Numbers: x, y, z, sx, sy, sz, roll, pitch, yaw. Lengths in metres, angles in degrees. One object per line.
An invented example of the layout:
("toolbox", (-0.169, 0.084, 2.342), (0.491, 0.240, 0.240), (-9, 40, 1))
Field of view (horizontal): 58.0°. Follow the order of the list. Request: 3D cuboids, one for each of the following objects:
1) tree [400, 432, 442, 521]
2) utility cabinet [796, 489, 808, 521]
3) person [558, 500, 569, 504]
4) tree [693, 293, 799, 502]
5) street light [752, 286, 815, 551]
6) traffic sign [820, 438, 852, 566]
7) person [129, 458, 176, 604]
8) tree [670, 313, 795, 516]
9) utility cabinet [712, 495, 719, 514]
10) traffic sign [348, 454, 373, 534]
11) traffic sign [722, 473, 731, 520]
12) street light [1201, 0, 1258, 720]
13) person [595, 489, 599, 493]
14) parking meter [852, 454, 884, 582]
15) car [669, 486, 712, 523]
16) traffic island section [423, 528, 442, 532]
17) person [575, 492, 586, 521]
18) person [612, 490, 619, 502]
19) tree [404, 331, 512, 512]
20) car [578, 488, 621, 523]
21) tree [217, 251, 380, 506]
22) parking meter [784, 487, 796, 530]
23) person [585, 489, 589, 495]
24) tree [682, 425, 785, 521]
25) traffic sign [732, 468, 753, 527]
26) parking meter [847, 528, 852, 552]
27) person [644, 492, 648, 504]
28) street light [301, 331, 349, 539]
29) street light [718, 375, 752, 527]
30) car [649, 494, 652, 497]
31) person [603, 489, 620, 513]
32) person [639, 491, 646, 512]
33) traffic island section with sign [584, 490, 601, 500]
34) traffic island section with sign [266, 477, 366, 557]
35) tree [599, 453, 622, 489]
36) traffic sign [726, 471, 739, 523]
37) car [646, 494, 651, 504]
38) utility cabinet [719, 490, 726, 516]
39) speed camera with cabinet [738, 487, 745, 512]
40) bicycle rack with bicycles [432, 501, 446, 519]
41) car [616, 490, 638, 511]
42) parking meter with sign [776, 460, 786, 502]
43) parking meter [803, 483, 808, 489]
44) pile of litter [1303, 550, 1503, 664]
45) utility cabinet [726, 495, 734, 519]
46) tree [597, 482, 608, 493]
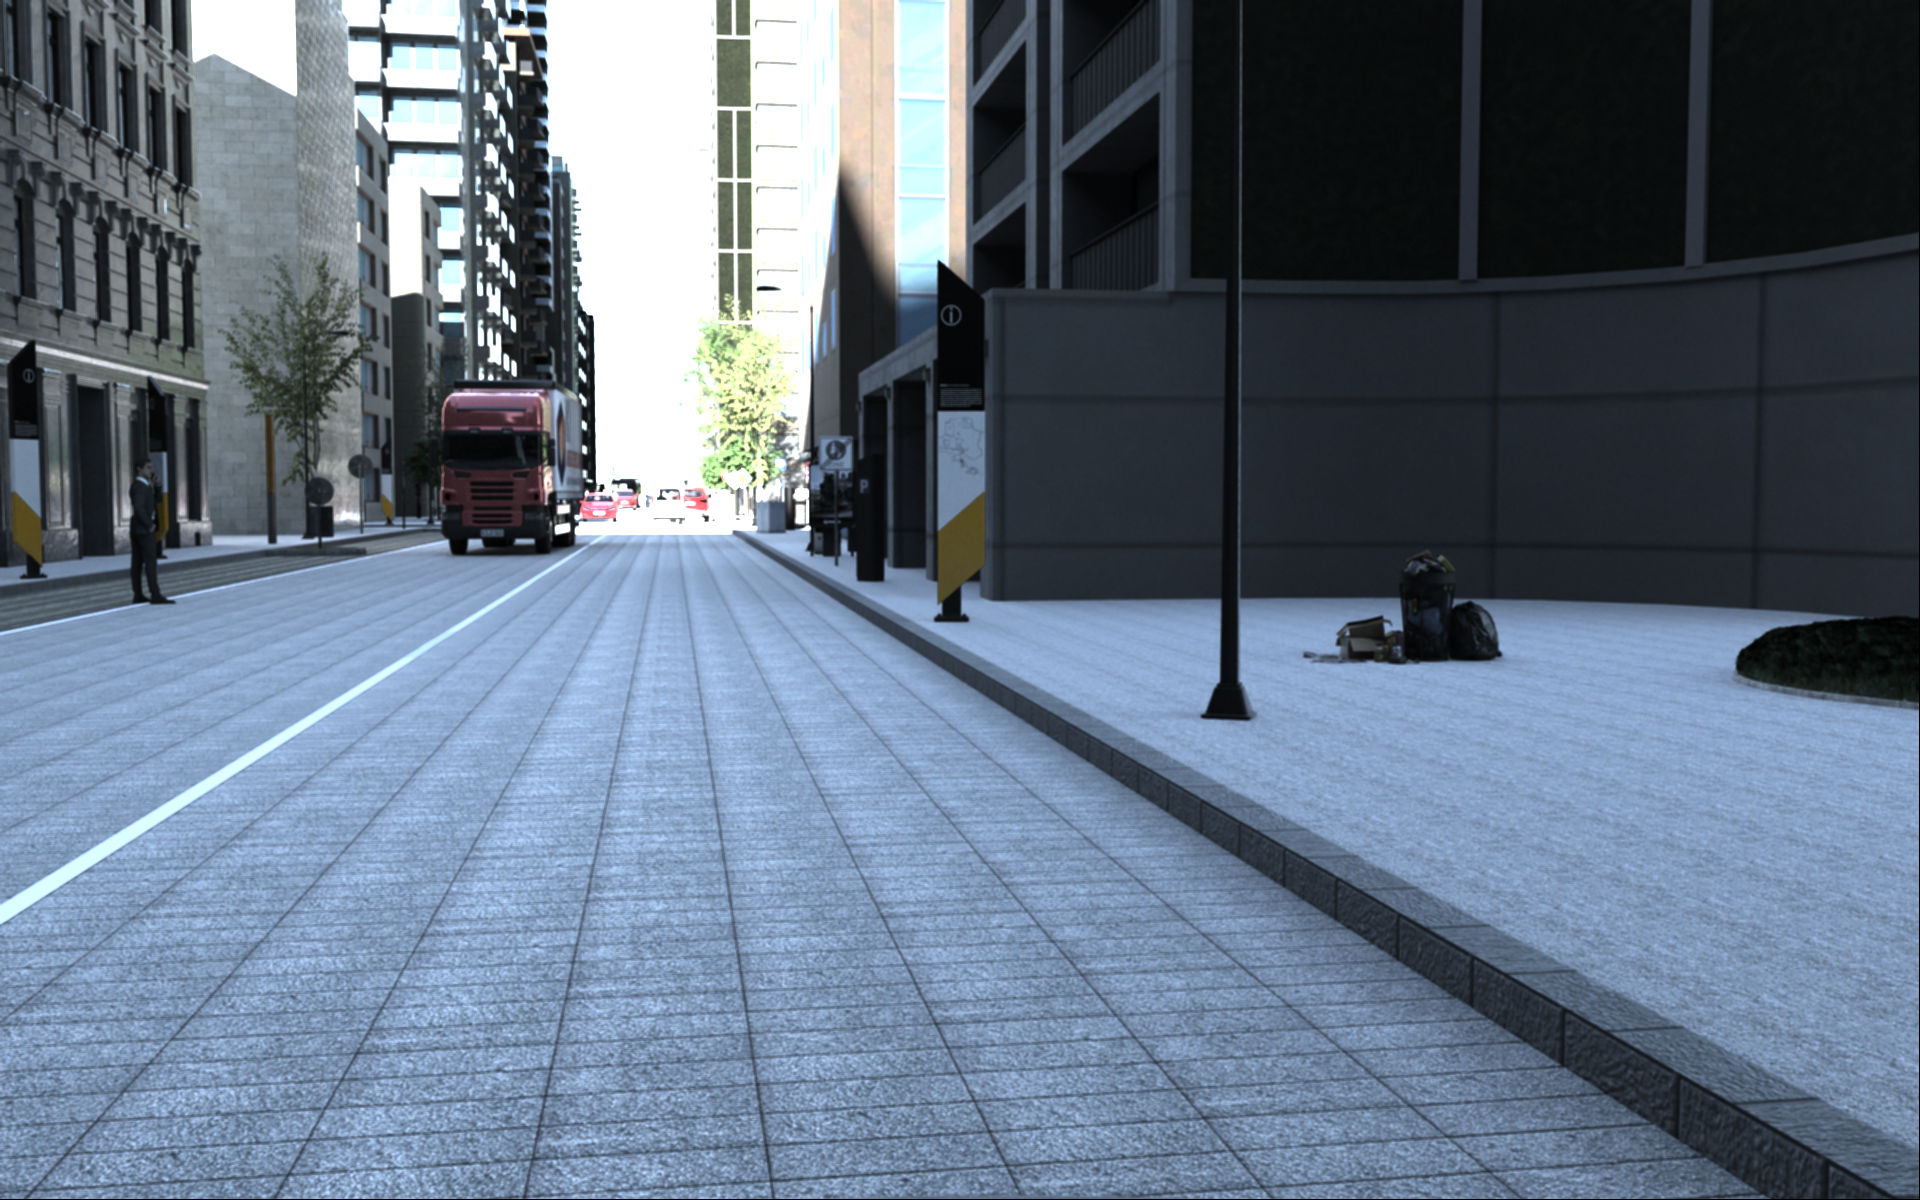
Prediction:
("tree", (-25.494, -6.159, 84.416), (4.285, 4.588, 4.351), (0, 3, 0))
("utility cabinet", (-7.363, -4.481, 81.949), (0.318, 1.500, 1.173), (-2, 4, -32))
("person", (-17.856, -4.218, 77.633), (0.590, 1.801, 0.661), (3, 5, 42))
("tree", (-7.442, -6.861, 62.541), (4.737, 8.622, 4.395), (0, 3, 0))
("street light", (-3.853, -4.054, 38.820), (1.470, 5.913, 1.316), (-1, 4, -9))
("traffic sign", (-2.207, -1.758, 30.866), (0.606, 2.300, 0.079), (0, 4, -1))
("person", (-10.628, -0.908, 22.709), (0.474, 1.900, 0.648), (-3, 4, -38))
("tree", (-13.152, -10.676, 100.313), (9.928, 11.665, 9.643), (0, 3, 0))
("utility cabinet", (-15.839, -6.303, 114.216), (1.020, 1.237, 0.306), (0, 4, -7))
("traffic sign", (-19.247, -3.397, 55.641), (0.768, 2.556, 0.104), (0, 4, -8))
("traffic sign", (-11.424, -5.252, 85.981), (0.768, 2.556, 0.104), (0, 4, -5))
("street light", (1.018, -2.274, 9.719), (1.470, 5.913, 1.316), (-1, 4, -9))
("person", (-21.753, -5.805, 104.248), (0.643, 1.720, 0.563), (1, 4, 14))
("parking meter", (-1.327, -1.211, 25.503), (0.399, 1.863, 0.255), (3, 5, 44))
("car", (-13.762, -4.862, 88.173), (2.281, 1.827, 5.304), (-1, 4, -8))
("traffic island section", (-19.279, -2.682, 66.138), (2.009, 0.180, 2.903), (-1, 4, -9))
("person", (-19.978, -5.083, 91.392), (0.659, 1.850, 0.755), (-1, 4, -19))
("person", (-27.633, -7.938, 138.689), (0.661, 1.777, 0.834), (-1, 4, -14))
("tree", (-23.557, -7.891, 79.378), (4.360, 8.622, 3.978), (0, 3, 0))
("car", (-18.395, -4.850, 88.344), (2.155, 1.783, 4.494), (-1, 4, -11))
("tree", (-19.622, -6.203, 51.775), (4.737, 8.622, 4.395), (0, 3, 0))
("parking meter", (-6.070, -3.262, 61.750), (0.372, 1.533, 0.369), (0, 3, 0))
("person", (-25.193, -6.645, 117.330), (0.511, 1.800, 0.466), (1, 4, 18))
("tree", (-10.116, -6.026, 82.239), (4.285, 4.588, 4.351), (0, 3, 0))
("traffic sign", (-8.508, -3.927, 67.848), (0.795, 2.450, 0.064), (-1, 4, -9))
("parking meter", (-2.367, -2.010, 38.570), (0.255, 1.863, 0.399), (-1, 4, -10))
("person", (-44.436, -14.385, 244.244), (0.990, 1.755, 0.434), (1, 4, 16))
("street light", (-18.039, -4.691, 49.245), (1.470, 5.913, 1.316), (-1, 4, -9))
("street light", (-8.602, -5.825, 67.784), (1.470, 5.913, 1.316), (-1, 4, -9))
("car", (-54.062, -17.757, 300.105), (2.009, 1.686, 4.222), (0, 4, -8))
("person", (-26.612, -7.533, 131.883), (1.509, 1.804, 0.699), (-2, 4, -25))
("person", (-24.781, -7.692, 135.269), (0.512, 1.701, 0.522), (0, 4, -6))
("traffic island section with sign", (-37.067, -10.025, 172.539), (1.989, 1.847, 2.006), (-1, 4, -9))
("traffic island section with sign", (-15.022, -1.951, 40.530), (1.989, 1.847, 2.006), (-1, 4, -9))
("tree", (-61.096, -21.577, 303.143), (4.737, 8.622, 4.395), (0, 3, 0))
("traffic sign", (-9.824, -4.409, 75.725), (0.795, 2.450, 0.064), (-1, 4, -9))
("car", (-47.005, -15.069, 258.170), (2.131, 1.459, 4.920), (-1, 4, -11))
("utility cabinet", (-13.981, -5.706, 101.964), (0.318, 1.500, 1.173), (-1, 4, -14))
("speed camera with cabinet", (-15.439, -7.766, 121.308), (0.660, 3.252, 2.038), (0, 4, -4))
("bicycle rack with bicycles", (-25.646, -4.608, 88.726), (2.852, 0.926, 2.925), (-2, 4, -31))
("car", (-28.121, -8.340, 145.037), (2.281, 1.827, 5.304), (-1, 4, -11))
("parking meter with sign", (-9.176, -5.644, 88.537), (0.543, 3.016, 1.738), (0, 4, -5))
("parking meter", (-7.834, -5.033, 87.997), (0.255, 1.863, 0.399), (0, 4, -8))
("pile of litter", (3.489, 0.023, 13.594), (1.719, 0.858, 1.176), (0, 4, -3))
("utility cabinet", (-12.006, -4.849, 90.445), (0.306, 1.237, 1.020), (-1, 4, -13))
("tree", (-56.122, -16.985, 272.312), (1.663, 3.219, 1.824), (0, 3, 0))
